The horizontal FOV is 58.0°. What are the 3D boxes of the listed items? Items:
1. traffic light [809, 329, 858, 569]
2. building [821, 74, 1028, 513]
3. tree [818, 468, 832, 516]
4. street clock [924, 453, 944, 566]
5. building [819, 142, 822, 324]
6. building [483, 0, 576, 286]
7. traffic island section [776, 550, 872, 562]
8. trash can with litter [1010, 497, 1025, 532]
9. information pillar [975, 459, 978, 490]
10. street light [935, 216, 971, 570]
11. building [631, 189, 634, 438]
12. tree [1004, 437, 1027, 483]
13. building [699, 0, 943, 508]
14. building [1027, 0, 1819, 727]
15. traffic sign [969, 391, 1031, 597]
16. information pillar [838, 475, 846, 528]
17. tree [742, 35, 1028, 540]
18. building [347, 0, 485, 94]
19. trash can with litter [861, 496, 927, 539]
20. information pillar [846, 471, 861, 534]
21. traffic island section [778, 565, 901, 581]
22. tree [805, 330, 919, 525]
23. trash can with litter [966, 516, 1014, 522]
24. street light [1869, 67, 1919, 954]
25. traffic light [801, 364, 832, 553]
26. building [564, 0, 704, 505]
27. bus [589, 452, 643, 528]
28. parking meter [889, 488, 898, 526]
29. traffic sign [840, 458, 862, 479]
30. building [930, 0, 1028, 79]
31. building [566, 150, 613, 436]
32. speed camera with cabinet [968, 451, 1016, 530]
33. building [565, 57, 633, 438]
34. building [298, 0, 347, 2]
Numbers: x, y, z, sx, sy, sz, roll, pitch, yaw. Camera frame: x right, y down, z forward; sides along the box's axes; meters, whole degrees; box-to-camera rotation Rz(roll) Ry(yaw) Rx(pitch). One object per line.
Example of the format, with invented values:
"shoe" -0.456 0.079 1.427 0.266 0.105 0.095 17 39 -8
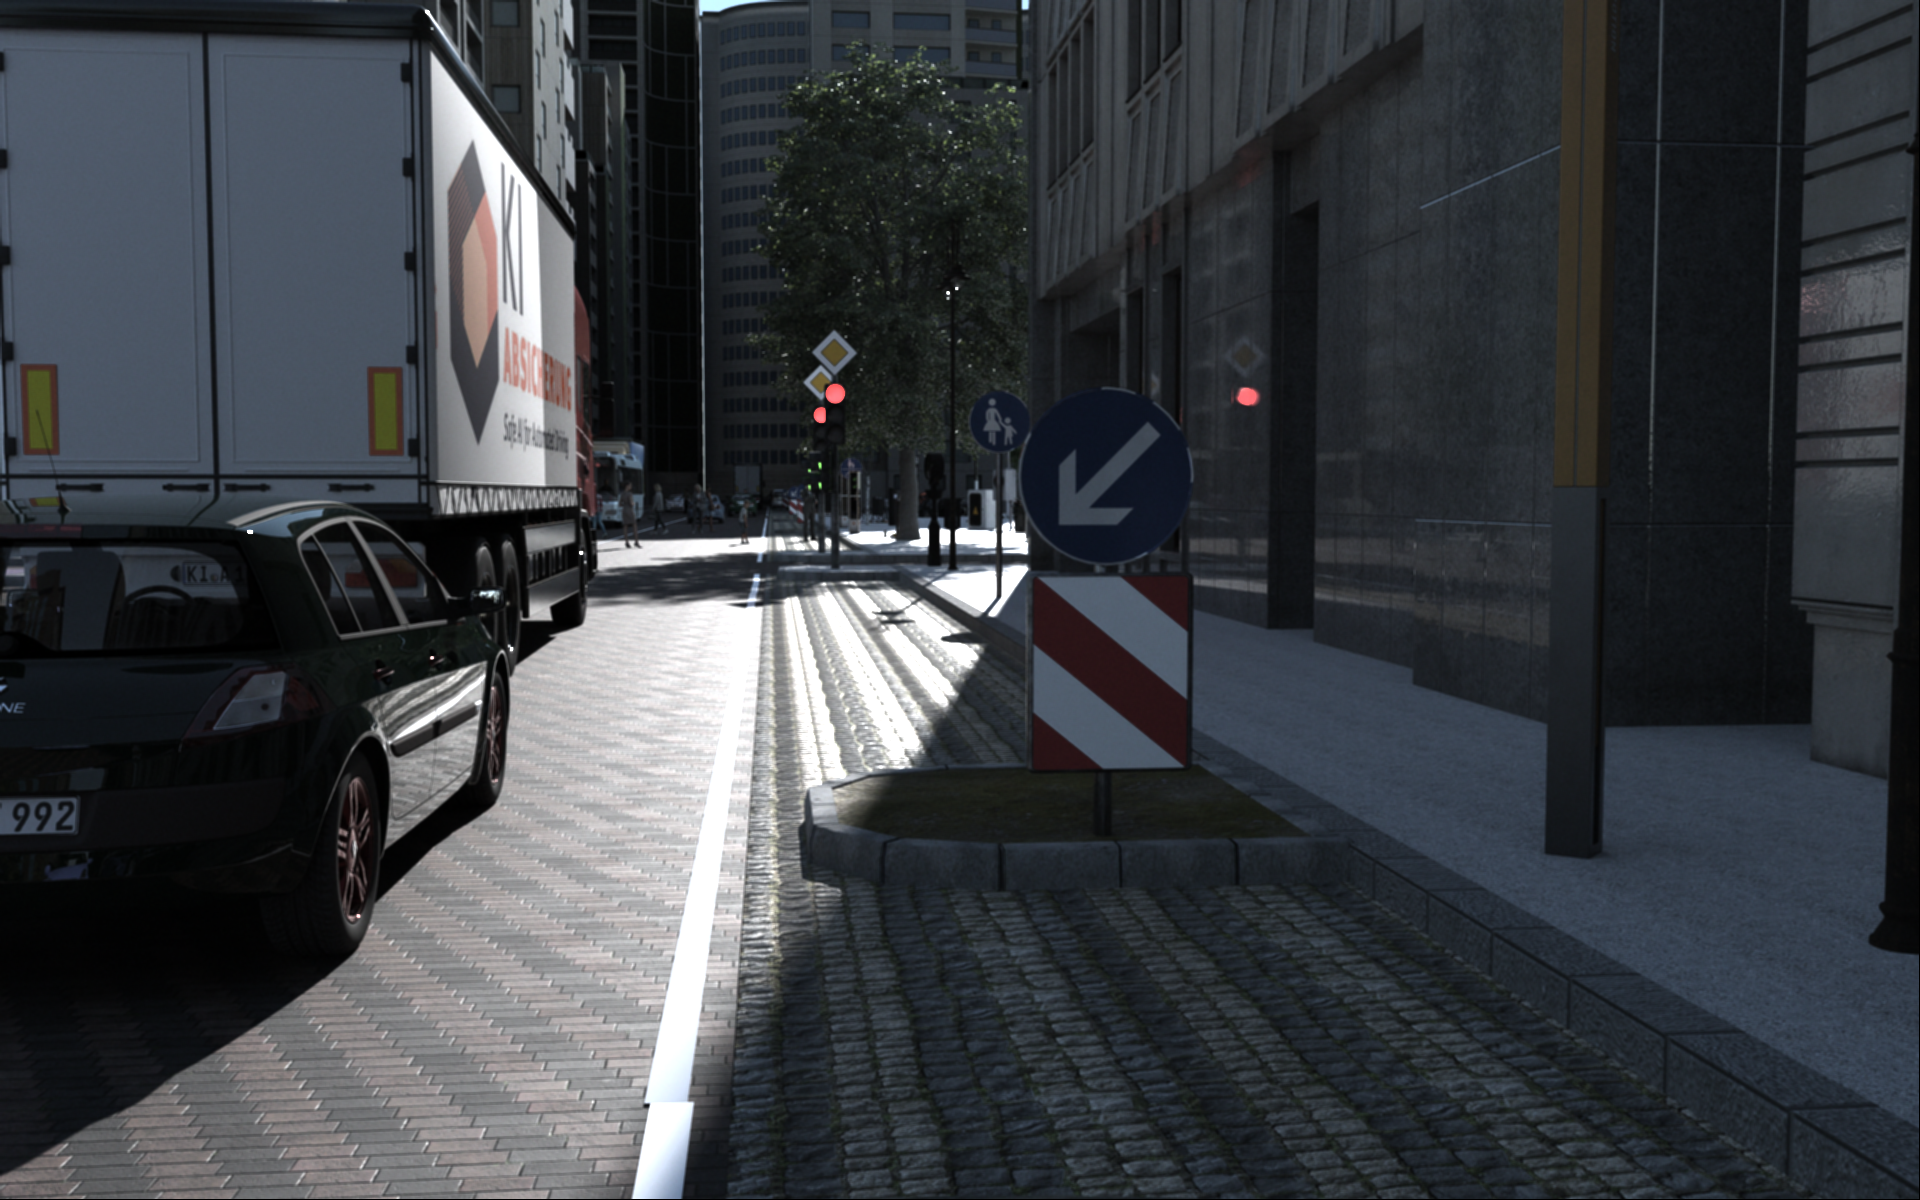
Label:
"traffic light" -2.163 -2.493 29.687 0.839 4.253 0.868 0 4 -6
"building" -2.322 -21.521 123.572 14.160 30.474 14.107 0 4 -6
"tree" -7.837 -6.510 101.036 1.663 3.219 1.824 0 3 0
"street clock" -0.459 -1.607 30.853 0.358 2.002 0.471 -1 4 -20
"building" -4.119 -22.376 137.541 14.160 30.474 14.107 0 4 -6
"building" -41.952 -32.585 121.998 28.713 52.752 27.495 0 4 -6
"traffic island section" -2.990 -0.946 37.743 2.009 0.180 2.903 0 4 -6
"trash can with litter" 2.248 -2.834 57.730 1.055 1.170 0.624 -1 4 -18
"information pillar" 1.009 -7.058 106.757 0.183 3.616 0.504 1 4 18
"street light" -0.123 -3.448 29.166 0.468 5.910 1.993 0 4 -6
"building" -40.783 -30.193 177.243 14.086 41.232 14.154 0 4 -6
"tree" 3.530 -5.366 71.443 4.285 4.588 4.351 0 3 0
"building" -16.380 -40.642 206.495 28.212 58.520 21.231 0 4 -6
"building" 8.180 -12.308 19.251 12.078 24.808 19.932 0 4 -6
"traffic sign" 0.486 -1.305 21.447 0.768 2.556 0.104 0 4 -5
"information pillar" -4.421 -3.733 65.523 0.304 2.012 0.304 -2 4 -28
"tree" -1.490 -8.646 48.020 9.857 13.997 8.962 0 3 0
"building" -35.810 -40.311 97.341 20.563 71.187 20.611 0 4 -6
"trash can with litter" -1.690 -2.424 50.694 1.678 1.210 2.233 -2 4 -25
"information pillar" -3.409 -3.161 56.180 0.304 2.012 0.304 1 4 13
"traffic island section" -2.122 -0.460 29.805 2.009 0.180 2.903 0 4 -6
"tree" -3.777 -7.429 71.829 4.737 8.622 4.395 0 3 0
"trash can with litter" 1.087 -4.218 80.017 1.678 1.210 2.233 3 5 41
"street light" 2.680 -1.954 4.734 0.468 5.910 1.993 0 4 -6
"traffic light" -3.031 -2.979 37.625 0.839 4.253 0.868 0 4 -6
"building" -41.018 -46.776 203.036 20.611 71.187 20.563 0 4 -6
"bus" -15.608 -4.912 75.168 2.948 3.499 13.247 0 4 -6
"parking meter" -2.721 -3.797 70.487 0.372 1.533 0.369 0 3 0
"traffic sign" -3.802 -3.700 60.597 0.768 2.556 0.104 0 3 0
"building" 11.731 -40.854 209.956 28.212 58.520 21.231 0 4 -6
"building" -36.777 -22.808 144.604 14.160 30.474 14.107 0 4 -6
"speed camera with cabinet" 1.139 -4.176 62.606 0.660 3.252 2.038 -3 5 -41
"building" -38.087 -29.033 158.287 14.154 41.232 14.086 0 4 -6
"building" -37.951 -22.981 67.628 32.217 40.220 23.993 0 4 -6
